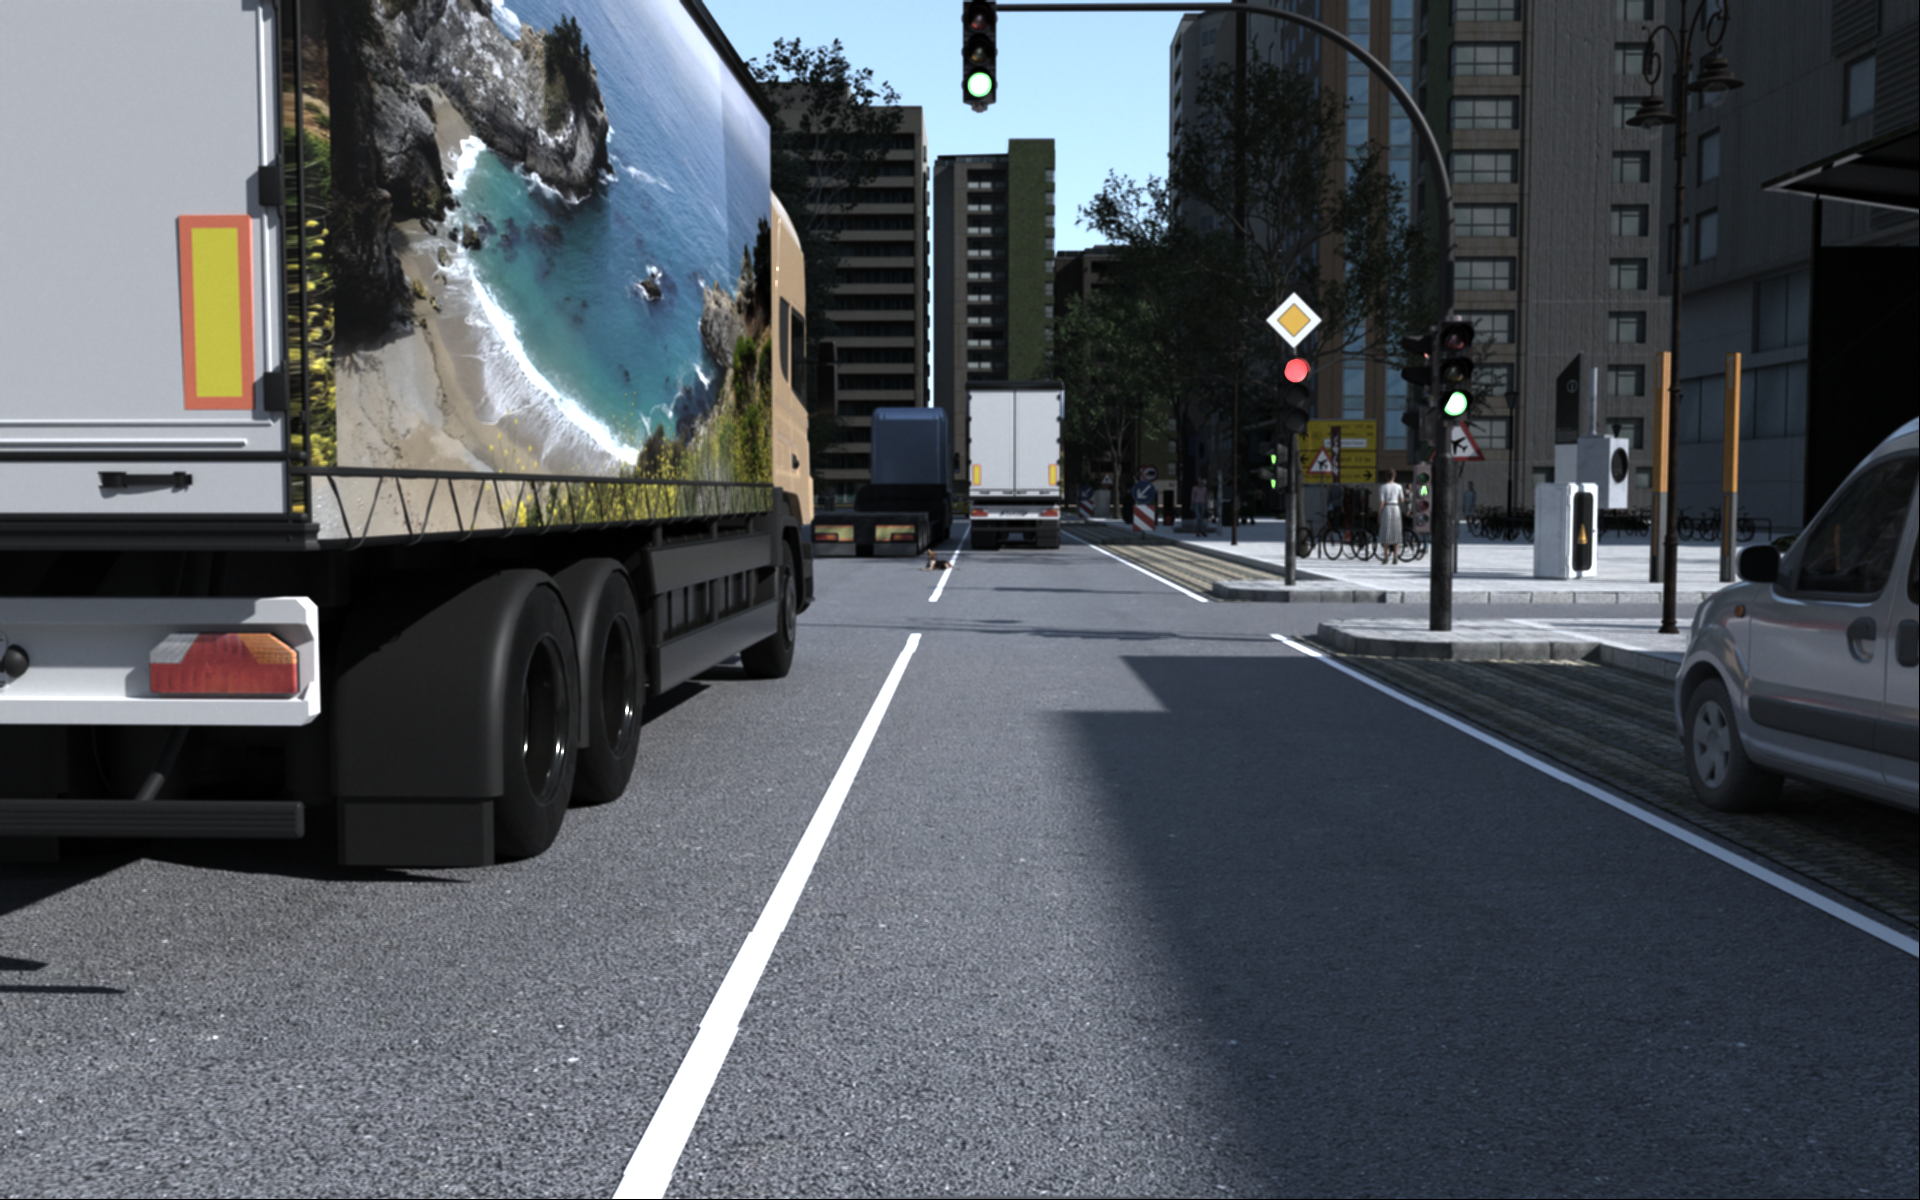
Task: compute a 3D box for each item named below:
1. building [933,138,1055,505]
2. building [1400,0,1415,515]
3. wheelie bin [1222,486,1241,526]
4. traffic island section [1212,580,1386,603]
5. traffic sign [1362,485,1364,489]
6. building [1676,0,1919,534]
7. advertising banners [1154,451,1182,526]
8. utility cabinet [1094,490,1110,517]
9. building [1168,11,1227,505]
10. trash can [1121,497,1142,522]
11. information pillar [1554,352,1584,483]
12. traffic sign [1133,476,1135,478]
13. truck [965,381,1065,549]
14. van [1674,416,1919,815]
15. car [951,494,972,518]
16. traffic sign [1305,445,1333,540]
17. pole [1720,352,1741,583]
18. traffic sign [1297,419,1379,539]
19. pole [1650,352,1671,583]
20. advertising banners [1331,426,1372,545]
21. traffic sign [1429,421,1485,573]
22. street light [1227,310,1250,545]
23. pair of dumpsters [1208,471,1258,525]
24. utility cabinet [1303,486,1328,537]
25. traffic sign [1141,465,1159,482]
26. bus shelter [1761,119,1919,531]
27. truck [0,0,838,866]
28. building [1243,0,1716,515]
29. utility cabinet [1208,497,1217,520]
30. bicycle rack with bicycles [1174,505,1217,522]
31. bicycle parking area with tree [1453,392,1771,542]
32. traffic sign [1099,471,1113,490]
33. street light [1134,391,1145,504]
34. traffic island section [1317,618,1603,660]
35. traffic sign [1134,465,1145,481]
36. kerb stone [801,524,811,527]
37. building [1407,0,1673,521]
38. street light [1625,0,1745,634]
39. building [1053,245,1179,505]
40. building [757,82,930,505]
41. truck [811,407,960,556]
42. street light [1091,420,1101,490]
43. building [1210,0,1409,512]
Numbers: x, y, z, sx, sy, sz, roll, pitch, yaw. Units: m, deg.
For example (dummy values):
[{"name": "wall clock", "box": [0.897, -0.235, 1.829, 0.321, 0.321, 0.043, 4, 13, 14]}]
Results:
[{"name": "building", "box": [3.881, -31.724, 202.280, 14.086, 41.232, 14.154, 0, 4, 1]}, {"name": "building", "box": [28.791, -28.222, 111.537, 14.600, 45.320, 14.200, 0, 4, 1]}, {"name": "wheelie bin", "box": [10.729, -3.728, 68.862, 0.693, 1.594, 0.980, -3, 5, -44]}, {"name": "traffic island section", "box": [4.654, -0.123, 24.299, 2.009, 0.180, 2.903, 0, 4, 1]}, {"name": "traffic sign", "box": [11.326, -2.851, 48.745, 0.606, 2.300, 0.079, 0, 4, 7]}, {"name": "building", "box": [38.761, -28.179, 49.962, 27.495, 52.752, 28.713, 0, 4, 1]}, {"name": "advertising banners", "box": [8.465, -4.542, 70.456, 2.074, 3.025, 0.090, 3, 5, 39]}, {"name": "utility cabinet", "box": [7.786, -5.270, 94.847, 0.318, 1.500, 1.173, 3, 4, 37]}, {"name": "building", "box": [39.742, -40.594, 205.715, 28.212, 58.520, 21.231, 0, 4, 1]}, {"name": "trash can", "box": [7.893, -4.237, 80.930, 0.748, 1.137, 0.748, 0, 3, 0]}, {"name": "information pillar", "box": [10.130, -2.292, 28.826, 0.183, 3.616, 0.504, -2, 4, -31]}, {"name": "traffic sign", "box": [9.701, -5.700, 92.922, 0.795, 2.593, 0.064, 0, 4, 3]}, {"name": "truck", "box": [1.602, -3.646, 48.525, 2.839, 4.237, 11.283, 0, 4, 3]}, {"name": "van", "box": [4.182, 0.031, 6.502, 2.013, 2.044, 4.112, 0, 4, 1]}, {"name": "car", "box": [-0.294, -5.832, 105.583, 2.015, 1.641, 3.980, 0, 4, 0]}, {"name": "traffic sign", "box": [9.648, -2.823, 46.165, 0.884, 2.594, 0.081, 0, 4, 8]}, {"name": "pole", "box": [11.166, -1.912, 25.100, 0.158, 3.312, 0.155, 0, 3, 0]}, {"name": "traffic sign", "box": [10.148, -3.239, 46.824, 2.265, 3.308, 0.079, 0, 4, 2]}, {"name": "pole", "box": [10.101, -1.904, 24.976, 0.158, 3.312, 0.155, 0, 3, 0]}, {"name": "advertising banners", "box": [9.923, -2.930, 44.088, 0.090, 3.025, 2.074, -1, 4, -16]}, {"name": "traffic sign", "box": [8.027, -1.713, 28.011, 0.884, 2.594, 0.081, 0, 4, 7]}, {"name": "street light", "box": [6.901, -4.321, 43.429, 0.468, 5.910, 1.993, 0, 4, 1]}, {"name": "pair of dumpsters", "box": [11.652, -4.364, 73.848, 1.574, 2.255, 4.437, 0, 4, 1]}, {"name": "utility cabinet", "box": [10.203, -2.575, 50.777, 0.318, 1.500, 1.173, -3, 5, -44]}, {"name": "traffic sign", "box": [8.269, -4.602, 75.349, 0.768, 2.556, 0.104, 0, 4, 4]}, {"name": "bus shelter", "box": [6.867, -1.151, 10.097, 1.731, 3.624, 6.357, 0, 4, 1]}, {"name": "truck", "box": [-2.647, -1.298, 10.144, 2.839, 4.237, 11.283, 0, 4, 3]}, {"name": "building", "box": [37.103, -33.208, 132.197, 28.713, 52.752, 27.495, 0, 4, 1]}, {"name": "utility cabinet", "box": [12.322, -4.493, 84.621, 0.306, 1.237, 1.020, 1, 4, 21]}, {"name": "bicycle rack with bicycles", "box": [11.088, -4.084, 80.149, 2.925, 0.926, 2.852, 1, 4, 20]}, {"name": "bicycle parking area with tree", "box": [17.993, -3.796, 49.074, 8.231, 4.147, 9.016, 0, 4, 1]}, {"name": "traffic sign", "box": [8.287, -5.964, 97.522, 0.884, 2.594, 0.081, 0, 4, 6]}, {"name": "street light", "box": [7.360, -6.016, 71.147, 0.468, 5.910, 1.993, 0, 4, 1]}, {"name": "traffic island section", "box": [4.534, 0.365, 16.315, 2.009, 0.180, 2.903, 0, 4, 1]}, {"name": "traffic sign", "box": [8.103, -4.690, 76.793, 0.768, 2.556, 0.104, 0, 4, 2]}, {"name": "kerb stone", "box": [-6.813, -3.341, 76.829, 0.120, 0.150, 1.000, 0, 4, 1]}, {"name": "building", "box": [30.501, -24.781, 88.762, 14.154, 41.232, 14.086, 0, 4, 1]}, {"name": "street light", "box": [6.542, -2.631, 15.807, 0.468, 5.910, 1.993, 0, 4, 1]}, {"name": "building", "box": [17.996, -26.422, 203.697, 14.107, 30.474, 14.160, 0, 4, 1]}, {"name": "building", "box": [-14.610, -35.702, 207.435, 21.600, 48.544, 21.300, 0, 4, 1]}, {"name": "truck", "box": [-1.793, -3.565, 48.040, 2.967, 4.110, 18.799, 0, 4, 2]}, {"name": "street light", "box": [7.769, -7.716, 98.943, 0.468, 5.910, 1.993, 0, 4, 1]}, {"name": "building", "box": [30.176, -30.778, 153.338, 14.600, 45.320, 14.200, 0, 4, 1]}]
